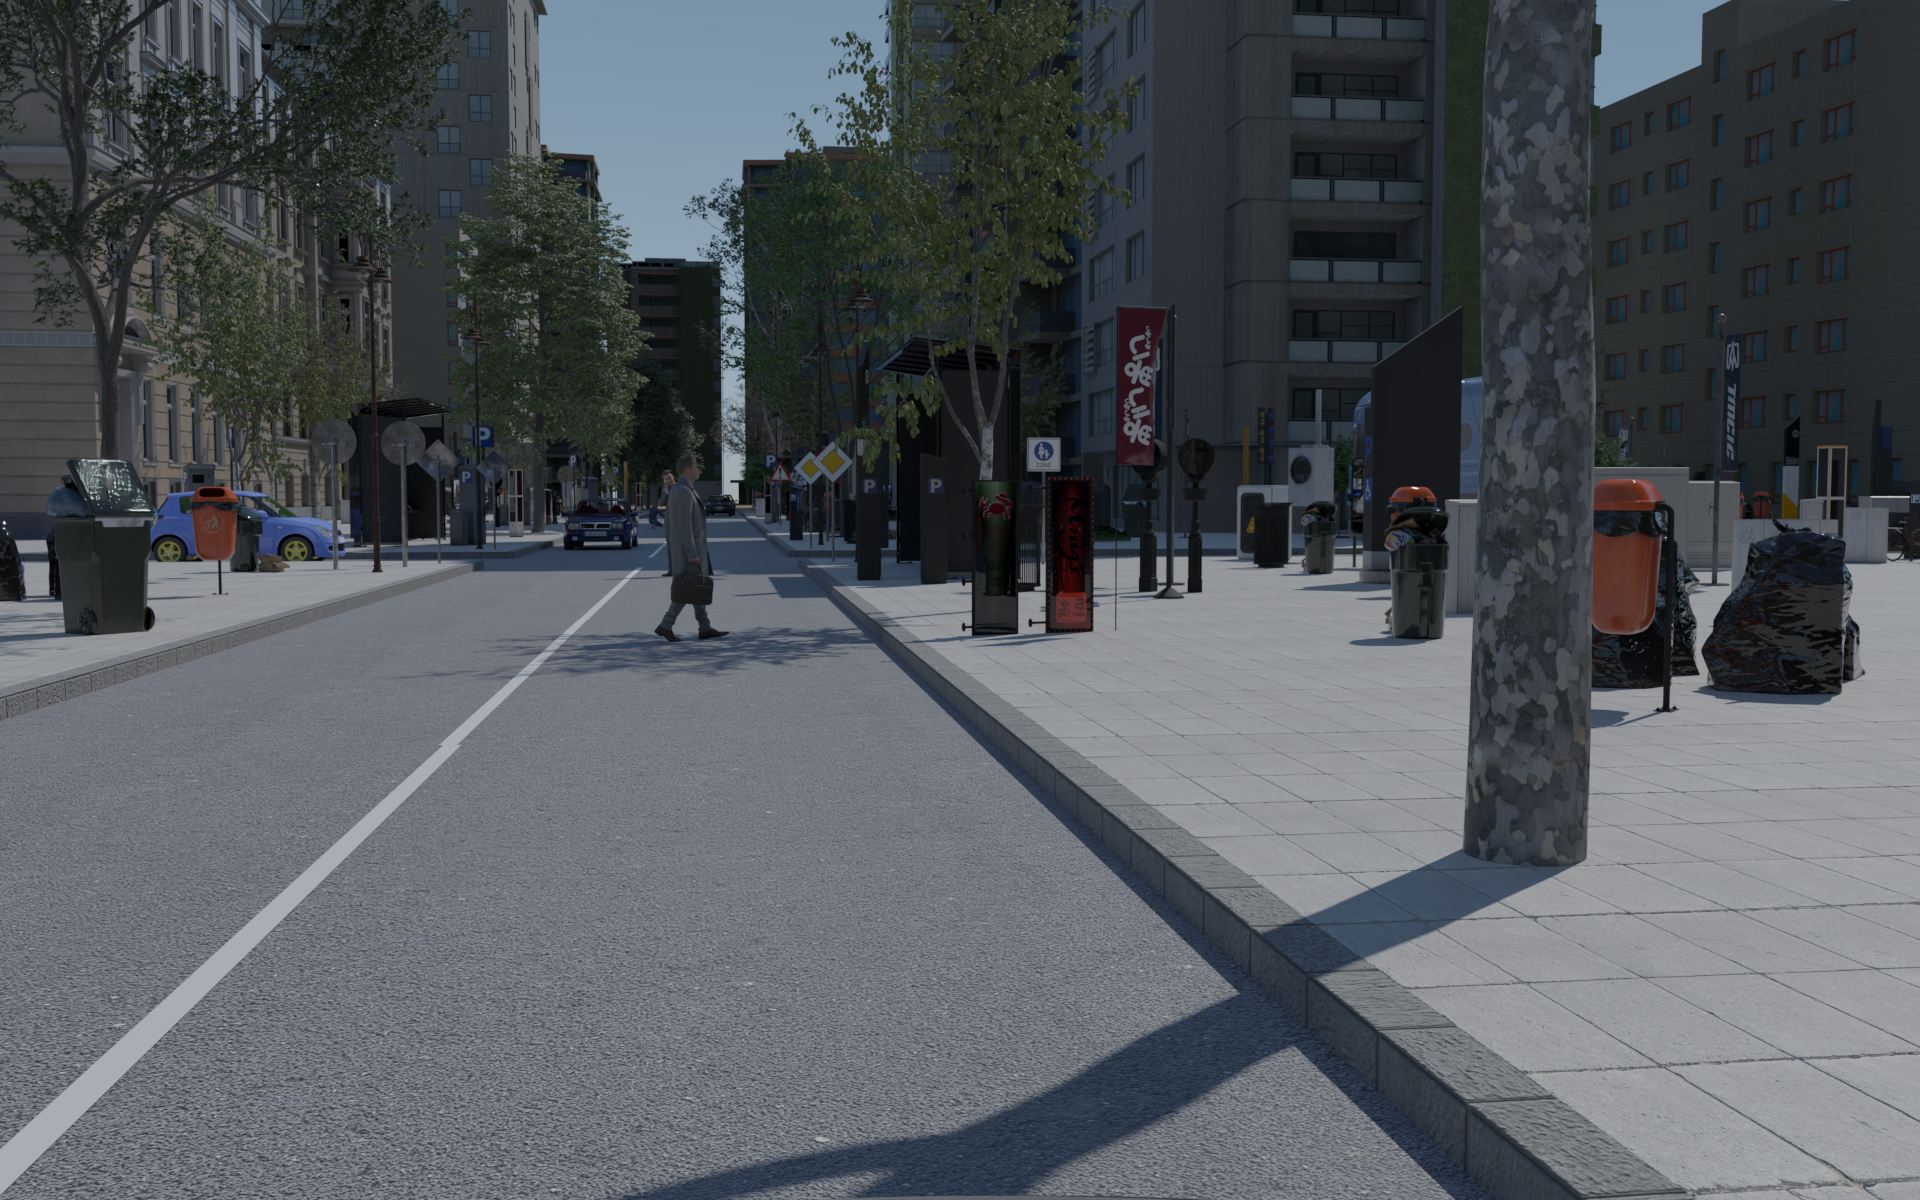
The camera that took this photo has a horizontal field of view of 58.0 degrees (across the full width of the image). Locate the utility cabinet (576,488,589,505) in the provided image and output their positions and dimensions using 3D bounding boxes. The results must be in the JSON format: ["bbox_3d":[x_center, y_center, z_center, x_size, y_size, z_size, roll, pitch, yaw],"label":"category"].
[{"bbox_3d":[-14.768,-3.614,67.761,0.318,1.500,1.173,-1,4,-22],"label":"utility cabinet"}]

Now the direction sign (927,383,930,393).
[{"bbox_3d":[-0.462,-2.535,33.438,0.379,3.537,0.876,-2,4,-23],"label":"direction sign"}]

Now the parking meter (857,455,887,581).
[{"bbox_3d":[-1.332,-1.226,25.762,0.399,1.863,0.255,0,4,-3],"label":"parking meter"}]

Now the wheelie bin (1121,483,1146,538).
[{"bbox_3d":[5.208,-2.654,51.296,0.980,1.594,0.693,3,5,41],"label":"wheelie bin"}]

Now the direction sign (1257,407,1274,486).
[{"bbox_3d":[8.023,-3.272,45.487,0.379,3.537,0.876,3,4,37],"label":"direction sign"}]

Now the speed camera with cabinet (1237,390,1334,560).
[{"bbox_3d":[6.235,-2.384,33.313,0.660,3.252,2.038,-2,4,-35],"label":"speed camera with cabinet"}]

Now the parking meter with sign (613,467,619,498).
[{"bbox_3d":[-22.522,-7.003,110.756,1.738,3.016,0.543,3,5,44],"label":"parking meter with sign"}]

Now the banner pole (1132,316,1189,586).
[{"bbox_3d":[2.795,-2.107,24.460,0.863,3.779,0.401,3,4,38],"label":"banner pole"}]

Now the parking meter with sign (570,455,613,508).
[{"bbox_3d":[-16.593,-4.980,77.682,0.543,3.016,1.738,3,5,44],"label":"parking meter with sign"}]

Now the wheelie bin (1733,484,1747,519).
[{"bbox_3d":[22.282,-2.571,49.937,0.693,1.594,0.980,1,4,18],"label":"wheelie bin"}]

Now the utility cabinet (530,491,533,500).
[{"bbox_3d":[-27.912,-6.314,111.907,1.173,1.500,0.318,-1,4,-19],"label":"utility cabinet"}]

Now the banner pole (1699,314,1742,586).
[{"bbox_3d":[10.579,-2.075,23.943,0.401,3.779,0.863,0,4,0],"label":"banner pole"}]

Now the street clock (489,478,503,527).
[{"bbox_3d":[-17.855,-3.799,66.689,0.358,2.002,0.471,3,5,45],"label":"street clock"}]

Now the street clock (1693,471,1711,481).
[{"bbox_3d":[23.461,-3.073,54.809,0.471,2.002,0.358,0,4,0],"label":"street clock"}]

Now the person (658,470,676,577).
[{"bbox_3d":[-4.910,-1.324,29.946,0.655,1.846,0.447,1,4,11],"label":"person"}]

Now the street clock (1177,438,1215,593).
[{"bbox_3d":[3.067,-1.101,22.564,0.471,2.002,0.358,0,4,5],"label":"street clock"}]

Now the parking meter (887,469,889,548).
[{"bbox_3d":[-1.905,-2.163,41.078,0.399,1.863,0.255,-1,4,-17],"label":"parking meter"}]

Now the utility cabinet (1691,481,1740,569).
[{"bbox_3d":[12.561,-1.264,29.345,1.173,1.500,0.318,0,4,-3],"label":"utility cabinet"}]

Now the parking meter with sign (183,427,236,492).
[{"bbox_3d":[-19.539,-2.947,44.440,1.738,3.016,0.543,-3,4,-39],"label":"parking meter with sign"}]

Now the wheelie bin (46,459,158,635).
[{"bbox_3d":[-7.952,-0.495,16.007,0.693,1.594,0.980,2,4,29],"label":"wheelie bin"}]

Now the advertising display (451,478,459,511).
[{"bbox_3d":[-20.920,-4.082,71.946,0.123,1.923,0.974,0,4,2],"label":"advertising display"}]

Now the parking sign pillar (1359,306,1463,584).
[{"bbox_3d":[6.532,-2.235,25.019,1.447,3.967,1.447,0,4,-5],"label":"parking sign pillar"}]

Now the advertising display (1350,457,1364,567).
[{"bbox_3d":[7.253,-1.516,29.999,0.974,1.923,0.123,2,4,34],"label":"advertising display"}]

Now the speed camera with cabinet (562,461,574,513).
[{"bbox_3d":[-23.350,-6.652,103.091,0.660,3.252,2.038,-1,4,-10],"label":"speed camera with cabinet"}]

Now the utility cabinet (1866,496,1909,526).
[{"bbox_3d":[23.777,-2.021,44.199,1.020,1.237,0.306,1,4,11],"label":"utility cabinet"}]

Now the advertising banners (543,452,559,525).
[{"bbox_3d":[-17.241,-4.669,72.530,0.090,3.025,2.074,0,4,8],"label":"advertising banners"}]

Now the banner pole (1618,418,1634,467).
[{"bbox_3d":[21.759,-4.072,56.587,0.863,3.779,0.401,-2,4,-31],"label":"banner pole"}]

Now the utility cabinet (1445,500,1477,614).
[{"bbox_3d":[5.773,-0.464,18.749,1.020,1.237,0.306,-1,4,-16],"label":"utility cabinet"}]

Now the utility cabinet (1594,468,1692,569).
[{"bbox_3d":[5.511,-0.366,14.667,1.173,1.500,0.318,0,4,-4],"label":"utility cabinet"}]

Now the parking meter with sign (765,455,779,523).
[{"bbox_3d":[-8.352,-4.959,77.333,0.543,3.016,1.738,0,4,-1],"label":"parking meter with sign"}]

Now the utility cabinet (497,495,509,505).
[{"bbox_3d":[-24.970,-5.116,94.812,1.020,1.237,0.306,1,4,13],"label":"utility cabinet"}]

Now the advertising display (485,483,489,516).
[{"bbox_3d":[-27.620,-5.825,100.451,0.123,1.923,0.974,1,4,14],"label":"advertising display"}]

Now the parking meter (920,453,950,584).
[{"bbox_3d":[-0.355,-1.165,24.762,0.399,1.863,0.255,-1,4,-11],"label":"parking meter"}]

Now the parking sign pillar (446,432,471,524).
[{"bbox_3d":[-21.706,-5.329,75.600,1.447,3.967,1.447,0,4,-2],"label":"parking sign pillar"}]

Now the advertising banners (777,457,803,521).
[{"bbox_3d":[-8.202,-5.335,83.419,0.090,3.025,2.074,2,4,32],"label":"advertising banners"}]

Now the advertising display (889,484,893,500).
[{"bbox_3d":[-4.828,-6.676,114.368,0.974,1.923,0.123,3,5,43],"label":"advertising display"}]

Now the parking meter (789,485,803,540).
[{"bbox_3d":[-4.539,-2.422,48.003,0.372,1.533,0.369,0,3,0],"label":"parking meter"}]

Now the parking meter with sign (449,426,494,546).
[{"bbox_3d":[-12.345,-2.901,43.697,0.543,3.016,1.738,0,4,8],"label":"parking meter with sign"}]

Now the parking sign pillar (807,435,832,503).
[{"bbox_3d":[-6.451,-5.574,79.612,1.447,3.967,1.447,3,5,40],"label":"parking sign pillar"}]

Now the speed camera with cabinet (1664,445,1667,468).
[{"bbox_3d":[28.209,-4.676,70.784,0.660,3.252,2.038,-1,4,-12],"label":"speed camera with cabinet"}]

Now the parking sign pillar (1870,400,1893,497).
[{"bbox_3d":[26.641,-3.772,50.145,1.447,3.967,1.447,2,4,24],"label":"parking sign pillar"}]

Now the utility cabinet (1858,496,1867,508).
[{"bbox_3d":[24.675,-2.180,46.804,0.306,1.237,1.020,0,3,0],"label":"utility cabinet"}]

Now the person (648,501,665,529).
[{"bbox_3d":[-12.692,-3.550,72.043,1.012,1.151,0.738,2,4,35],"label":"person"}]

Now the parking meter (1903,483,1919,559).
[{"bbox_3d":[18.945,-1.586,34.347,0.372,1.533,0.369,0,3,0],"label":"parking meter"}]

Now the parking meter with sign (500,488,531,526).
[{"bbox_3d":[-17.867,-4.538,70.456,1.738,3.016,0.543,0,4,0],"label":"parking meter with sign"}]

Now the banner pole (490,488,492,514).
[{"bbox_3d":[-29.899,-7.402,111.041,0.401,3.779,0.863,3,5,45],"label":"banner pole"}]

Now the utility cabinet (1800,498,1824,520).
[{"bbox_3d":[12.317,-0.853,25.105,0.306,1.237,1.020,2,4,25],"label":"utility cabinet"}]

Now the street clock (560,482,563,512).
[{"bbox_3d":[-24.198,-6.170,105.455,0.358,2.002,0.471,-1,4,-12],"label":"street clock"}]

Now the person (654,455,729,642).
[{"bbox_3d":[-2.623,-0.509,16.923,0.767,1.812,0.694,-1,4,-16],"label":"person"}]

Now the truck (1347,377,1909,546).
[{"bbox_3d":[17.703,-3.106,40.535,18.799,4.110,2.967,-1,4,-9],"label":"truck"}]

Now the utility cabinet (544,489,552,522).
[{"bbox_3d":[-18.650,-4.229,77.820,0.318,1.500,1.173,0,4,5],"label":"utility cabinet"}]

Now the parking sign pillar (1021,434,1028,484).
[{"bbox_3d":[2.105,-5.051,71.048,1.447,3.967,1.447,1,4,17],"label":"parking sign pillar"}]

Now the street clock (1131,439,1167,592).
[{"bbox_3d":[2.474,-1.110,22.719,0.471,2.002,0.358,2,4,33],"label":"street clock"}]

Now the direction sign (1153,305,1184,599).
[{"bbox_3d":[2.571,-1.788,21.232,0.379,3.537,0.876,0,4,3],"label":"direction sign"}]
